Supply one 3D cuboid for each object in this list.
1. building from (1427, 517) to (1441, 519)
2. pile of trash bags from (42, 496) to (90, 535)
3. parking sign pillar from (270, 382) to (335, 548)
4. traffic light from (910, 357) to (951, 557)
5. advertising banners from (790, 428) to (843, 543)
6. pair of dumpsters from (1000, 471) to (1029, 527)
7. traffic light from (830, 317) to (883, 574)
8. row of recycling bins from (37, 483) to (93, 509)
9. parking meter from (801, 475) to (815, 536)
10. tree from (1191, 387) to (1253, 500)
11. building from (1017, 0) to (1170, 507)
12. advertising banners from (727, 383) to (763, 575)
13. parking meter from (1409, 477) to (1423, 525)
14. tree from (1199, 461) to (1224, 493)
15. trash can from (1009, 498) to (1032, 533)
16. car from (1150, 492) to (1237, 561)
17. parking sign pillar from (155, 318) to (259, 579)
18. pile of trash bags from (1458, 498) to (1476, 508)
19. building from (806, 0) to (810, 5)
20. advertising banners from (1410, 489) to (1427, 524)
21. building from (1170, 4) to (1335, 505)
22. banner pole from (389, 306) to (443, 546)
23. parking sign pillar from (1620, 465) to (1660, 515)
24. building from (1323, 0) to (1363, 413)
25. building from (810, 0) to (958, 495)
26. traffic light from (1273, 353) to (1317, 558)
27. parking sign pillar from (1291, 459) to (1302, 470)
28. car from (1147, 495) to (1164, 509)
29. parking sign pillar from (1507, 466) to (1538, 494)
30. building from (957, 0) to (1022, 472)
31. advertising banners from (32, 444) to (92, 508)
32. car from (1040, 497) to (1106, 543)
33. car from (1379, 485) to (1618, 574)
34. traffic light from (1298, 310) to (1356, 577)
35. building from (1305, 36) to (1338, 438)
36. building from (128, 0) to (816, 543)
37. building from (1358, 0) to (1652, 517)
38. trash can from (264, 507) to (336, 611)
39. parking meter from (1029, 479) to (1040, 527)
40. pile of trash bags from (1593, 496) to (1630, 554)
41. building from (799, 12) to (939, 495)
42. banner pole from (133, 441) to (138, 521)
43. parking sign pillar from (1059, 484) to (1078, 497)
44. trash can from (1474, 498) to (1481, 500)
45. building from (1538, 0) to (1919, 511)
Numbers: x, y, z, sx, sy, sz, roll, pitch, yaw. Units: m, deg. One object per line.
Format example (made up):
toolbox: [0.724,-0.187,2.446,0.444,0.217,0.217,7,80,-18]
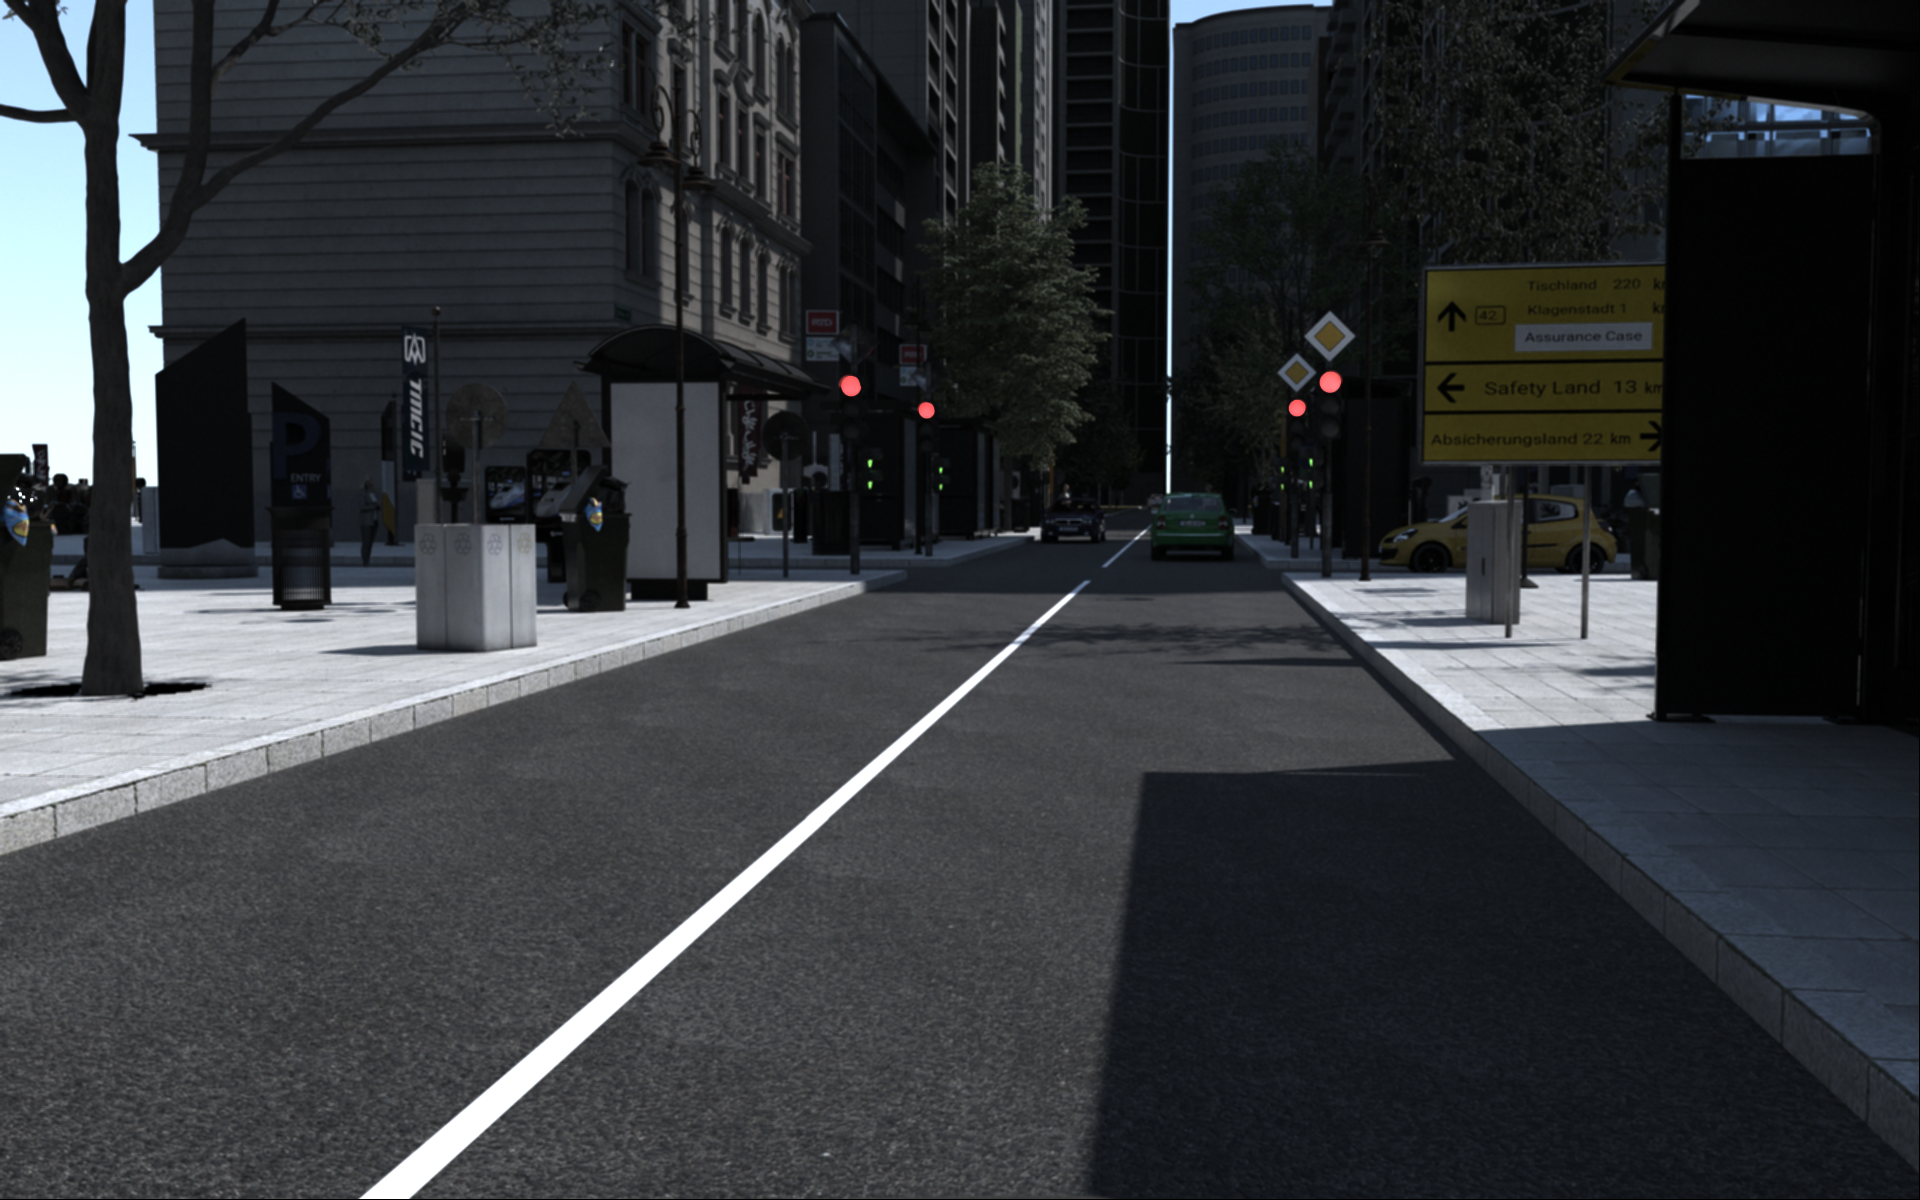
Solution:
building: [34.055,-39.930,91.102,20.563,71.187,20.611,0,4,7]
pile of trash bags: [-28.768,-2.729,54.380,3.447,1.369,1.912,-3,5,-43]
parking sign pillar: [-15.806,-3.245,41.521,1.447,3.967,1.447,0,4,-6]
traffic light: [-0.623,-2.848,35.487,0.839,4.253,0.868,0,4,7]
advertising banners: [-3.660,-3.028,45.688,0.090,3.025,2.074,3,5,45]
pair of dumpsters: [1.876,-4.128,69.987,1.574,2.255,4.437,0,4,8]
traffic light: [-1.661,-2.364,27.569,0.839,4.253,0.868,0,4,7]
row of recycling bins: [-33.739,-3.613,66.193,3.534,1.692,1.069,2,4,31]
parking meter: [-4.613,-2.874,52.702,0.399,1.863,0.255,2,4,27]
tree: [25.708,-15.241,167.312,7.486,12.596,7.792,0,3,0]
building: [14.920,-47.234,210.535,20.611,71.187,20.563,0,4,7]
advertising banners: [-3.922,-1.922,27.615,2.074,3.025,0.090,2,4,33]
parking meter: [15.684,-3.294,59.575,0.399,1.863,0.255,-1,4,-9]
tree: [23.717,-10.769,159.786,4.285,4.588,4.351,0,3,0]
trash can: [2.013,-2.817,57.705,0.748,1.137,0.748,0,3,0]
car: [5.209,-1.827,38.675,1.959,1.807,4.718,1,4,8]
parking sign pillar: [-11.609,-2.334,26.634,1.447,3.967,1.447,-1,4,-12]
pile of trash bags: [16.301,-2.546,51.385,3.447,1.369,1.912,2,4,26]
building: [-8.718,-41.781,121.379,20.563,71.187,20.611,0,4,7]
advertising banners: [10.477,-2.731,40.836,0.090,3.025,2.074,3,5,43]
building: [39.625,-40.753,208.315,28.212,58.520,21.231,0,4,7]
banner pole: [-7.091,-2.017,22.988,0.401,3.779,0.863,2,4,27]
parking sign pillar: [16.252,-3.198,40.758,1.447,3.967,1.447,1,4,20]
building: [42.130,-32.064,143.860,23.786,49.044,30.456,0,4,7]
building: [-1.980,-44.673,168.647,20.611,71.187,20.563,0,4,7]
traffic light: [6.678,-2.791,34.549,0.839,4.253,0.868,0,4,7]
parking sign pillar: [19.823,-6.948,102.072,1.447,3.967,1.447,1,4,23]
car: [19.368,-9.637,169.921,2.083,1.381,4.827,0,4,8]
parking sign pillar: [25.405,-5.395,76.688,1.447,3.967,1.447,-3,4,-36]
building: [-2.720,-27.852,138.973,14.154,41.232,14.086,0,4,7]
advertising banners: [-31.168,-3.922,60.306,2.074,3.025,0.090,-1,4,-9]
car: [3.405,-2.391,51.672,1.945,1.354,3.894,1,4,9]
car: [9.421,-1.239,30.477,3.980,1.641,2.015,1,4,9]
traffic light: [5.640,-2.306,26.631,0.839,4.253,0.868,0,4,7]
building: [40.778,-31.601,166.794,14.600,45.320,14.200,0,4,7]
building: [-13.599,-16.432,56.045,14.401,28.519,23.554,0,4,7]
building: [36.670,-41.587,118.195,20.563,71.187,20.611,0,4,7]
trash can: [-7.306,-0.462,19.208,0.748,1.137,0.748,0,3,0]
parking meter: [2.930,-3.798,67.800,0.399,1.863,0.255,-3,5,-44]
pile of trash bags: [14.448,-1.728,38.001,3.447,1.369,1.912,1,4,9]
building: [-10.090,-16.151,83.128,14.314,24.678,30.058,0,4,7]
banner pole: [-39.018,-5.593,81.457,0.863,3.779,0.401,-3,5,-40]
parking sign pillar: [6.190,-6.792,99.514,1.447,3.967,1.447,-3,5,-41]
trash can: [18.532,-3.030,61.197,0.748,1.137,0.748,0,3,0]
building: [33.683,-45.024,48.811,31.000,86.520,22.319,0,4,7]
